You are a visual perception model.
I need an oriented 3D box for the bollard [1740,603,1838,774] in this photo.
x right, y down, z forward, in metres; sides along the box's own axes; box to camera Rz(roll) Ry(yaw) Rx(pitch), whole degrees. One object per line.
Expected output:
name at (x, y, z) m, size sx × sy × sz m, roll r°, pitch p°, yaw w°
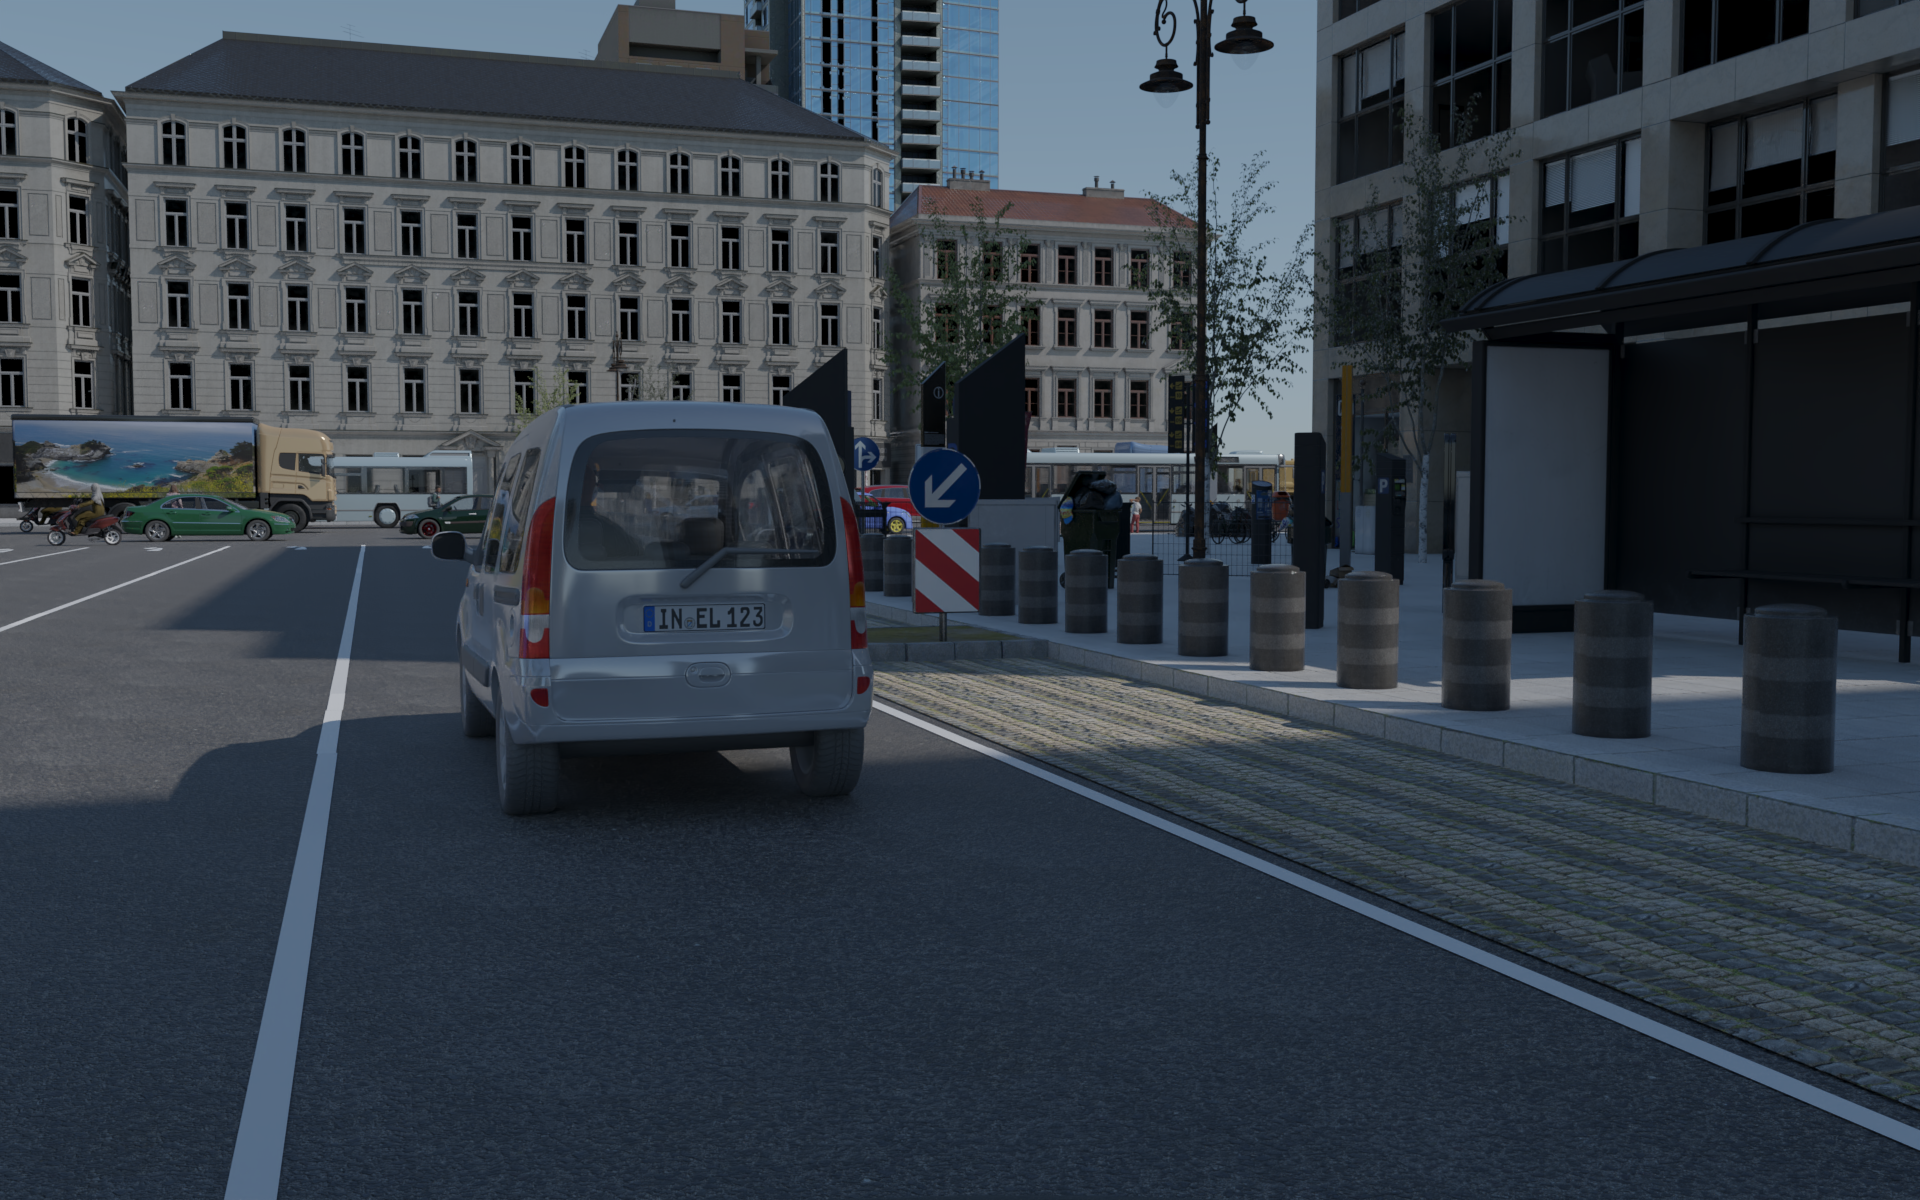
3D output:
bollard at (3.874, 0.405, 8.099) m, size 0.404 × 0.777 × 0.398 m, roll 0°, pitch 3°, yaw 0°

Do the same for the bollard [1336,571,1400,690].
bollard at (2.715, 0.195, 11.528) m, size 0.404 × 0.777 × 0.398 m, roll 0°, pitch 3°, yaw 0°

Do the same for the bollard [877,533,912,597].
bollard at (-0.765, -0.432, 21.783) m, size 0.404 × 0.777 × 0.398 m, roll 0°, pitch 3°, yaw 0°

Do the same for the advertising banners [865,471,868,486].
advertising banners at (-5.687, -6.430, 101.323) m, size 0.090 × 3.025 × 2.074 m, roll 1°, pitch 4°, yaw 15°

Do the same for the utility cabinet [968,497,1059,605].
utility cabinet at (0.603, -0.551, 20.165) m, size 1.020 × 1.237 × 0.306 m, roll 0°, pitch 4°, yaw 1°

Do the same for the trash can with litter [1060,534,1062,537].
trash can with litter at (3.072, -2.511, 52.120) m, size 2.233 × 1.210 × 1.678 m, roll -3°, pitch 5°, yaw -44°

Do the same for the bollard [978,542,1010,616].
bollard at (0.392, -0.223, 18.368) m, size 0.404 × 0.777 × 0.398 m, roll 0°, pitch 3°, yaw 0°

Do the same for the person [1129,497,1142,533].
person at (6.048, -2.916, 60.082) m, size 0.435 × 1.345 × 0.340 m, roll -3°, pitch 5°, yaw -42°

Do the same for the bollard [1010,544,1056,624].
bollard at (0.777, -0.154, 17.230) m, size 0.404 × 0.777 × 0.398 m, roll 0°, pitch 3°, yaw 0°

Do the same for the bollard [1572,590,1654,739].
bollard at (3.485, 0.334, 9.248) m, size 0.404 × 0.777 × 0.398 m, roll 0°, pitch 3°, yaw 0°

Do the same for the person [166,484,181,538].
person at (-25.706, -2.916, 56.759) m, size 0.593 × 1.750 × 0.643 m, roll 0°, pitch 4°, yaw -8°

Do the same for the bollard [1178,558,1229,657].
bollard at (1.939, 0.056, 13.803) m, size 0.404 × 0.777 × 0.398 m, roll 0°, pitch 3°, yaw 0°

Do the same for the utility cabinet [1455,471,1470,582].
utility cabinet at (5.381, -0.501, 16.869) m, size 1.173 × 1.500 × 0.318 m, roll -2°, pitch 4°, yaw -27°

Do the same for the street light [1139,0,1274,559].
street light at (2.015, -2.548, 14.455) m, size 0.468 × 5.910 × 1.993 m, roll -1°, pitch 4°, yaw -19°

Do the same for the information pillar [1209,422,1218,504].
information pillar at (8.163, -3.984, 56.495) m, size 0.504 × 3.616 × 0.183 m, roll 0°, pitch 4°, yaw 4°

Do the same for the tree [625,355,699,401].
tree at (-16.178, -8.715, 92.859) m, size 4.360 × 8.622 × 3.978 m, roll 0°, pitch 3°, yaw 0°

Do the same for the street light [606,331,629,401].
street light at (-9.723, -4.678, 49.273) m, size 0.468 × 5.910 × 1.993 m, roll -1°, pitch 4°, yaw -19°

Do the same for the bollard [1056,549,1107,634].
bollard at (1.173, -0.084, 16.083) m, size 0.404 × 0.777 × 0.398 m, roll 0°, pitch 3°, yaw 0°

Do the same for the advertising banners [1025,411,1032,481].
advertising banners at (0.496, -2.484, 36.808) m, size 2.074 × 3.025 × 0.090 m, roll 1°, pitch 4°, yaw 8°

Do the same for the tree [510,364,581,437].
tree at (-22.914, -8.973, 97.071) m, size 4.737 × 8.622 × 4.395 m, roll 0°, pitch 3°, yaw 0°

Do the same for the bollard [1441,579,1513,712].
bollard at (3.100, 0.265, 10.390) m, size 0.404 × 0.777 × 0.398 m, roll 0°, pitch 3°, yaw 0°

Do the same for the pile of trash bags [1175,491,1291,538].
pile of trash bags at (8.305, -2.587, 52.052) m, size 3.447 × 1.369 × 1.912 m, roll -1°, pitch 4°, yaw -13°

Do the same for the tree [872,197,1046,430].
tree at (0.135, -5.610, 42.093) m, size 4.737 × 8.622 × 4.395 m, roll 0°, pitch 3°, yaw 0°

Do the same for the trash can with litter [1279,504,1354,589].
trash can with litter at (4.943, -0.754, 23.709) m, size 1.055 × 1.170 × 0.624 m, roll -2°, pitch 4°, yaw -26°

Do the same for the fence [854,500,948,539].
fence at (-0.588, -0.954, 26.802) m, size 2.264 × 1.192 × 0.480 m, roll 0°, pitch 4°, yaw 2°

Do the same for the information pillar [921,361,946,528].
information pillar at (-0.460, -2.398, 30.566) m, size 0.504 × 3.616 × 0.183 m, roll -2°, pitch 4°, yaw -33°

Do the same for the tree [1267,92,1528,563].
tree at (8.547, -5.009, 32.262) m, size 4.360 × 8.622 × 3.978 m, roll 0°, pitch 3°, yaw 0°

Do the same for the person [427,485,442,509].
person at (-20.908, -3.691, 69.192) m, size 0.721 × 1.781 × 0.623 m, roll -1°, pitch 4°, yaw -19°

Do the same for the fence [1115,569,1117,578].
fence at (2.396, -0.995, 27.467) m, size 0.480 × 1.192 × 2.264 m, roll 0°, pitch 4°, yaw 2°

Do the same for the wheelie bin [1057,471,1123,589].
wheelie bin at (1.792, -0.952, 23.470) m, size 0.693 × 1.594 × 0.980 m, roll 3°, pitch 5°, yaw 41°

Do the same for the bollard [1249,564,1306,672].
bollard at (2.321, 0.126, 12.664) m, size 0.404 × 0.777 × 0.398 m, roll 0°, pitch 3°, yaw 0°

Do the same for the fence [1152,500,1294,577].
fence at (3.849, -0.874, 25.497) m, size 2.264 × 1.192 × 0.480 m, roll 1°, pitch 4°, yaw 23°

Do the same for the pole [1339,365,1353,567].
pole at (6.145, -2.061, 27.548) m, size 0.158 × 3.312 × 0.155 m, roll 0°, pitch 3°, yaw 0°

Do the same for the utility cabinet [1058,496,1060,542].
utility cabinet at (1.220, -1.201, 30.798) m, size 1.020 × 1.237 × 0.306 m, roll 0°, pitch 4°, yaw -3°

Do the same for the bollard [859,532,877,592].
bollard at (-1.152, -0.502, 22.921) m, size 0.404 × 0.777 × 0.398 m, roll 0°, pitch 3°, yaw 0°

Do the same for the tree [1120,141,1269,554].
tree at (5.499, -5.287, 36.806) m, size 4.360 × 8.622 × 3.978 m, roll 0°, pitch 3°, yaw 0°

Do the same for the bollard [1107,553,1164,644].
bollard at (1.553, -0.014, 14.943) m, size 0.404 × 0.777 × 0.398 m, roll 0°, pitch 3°, yaw 0°
